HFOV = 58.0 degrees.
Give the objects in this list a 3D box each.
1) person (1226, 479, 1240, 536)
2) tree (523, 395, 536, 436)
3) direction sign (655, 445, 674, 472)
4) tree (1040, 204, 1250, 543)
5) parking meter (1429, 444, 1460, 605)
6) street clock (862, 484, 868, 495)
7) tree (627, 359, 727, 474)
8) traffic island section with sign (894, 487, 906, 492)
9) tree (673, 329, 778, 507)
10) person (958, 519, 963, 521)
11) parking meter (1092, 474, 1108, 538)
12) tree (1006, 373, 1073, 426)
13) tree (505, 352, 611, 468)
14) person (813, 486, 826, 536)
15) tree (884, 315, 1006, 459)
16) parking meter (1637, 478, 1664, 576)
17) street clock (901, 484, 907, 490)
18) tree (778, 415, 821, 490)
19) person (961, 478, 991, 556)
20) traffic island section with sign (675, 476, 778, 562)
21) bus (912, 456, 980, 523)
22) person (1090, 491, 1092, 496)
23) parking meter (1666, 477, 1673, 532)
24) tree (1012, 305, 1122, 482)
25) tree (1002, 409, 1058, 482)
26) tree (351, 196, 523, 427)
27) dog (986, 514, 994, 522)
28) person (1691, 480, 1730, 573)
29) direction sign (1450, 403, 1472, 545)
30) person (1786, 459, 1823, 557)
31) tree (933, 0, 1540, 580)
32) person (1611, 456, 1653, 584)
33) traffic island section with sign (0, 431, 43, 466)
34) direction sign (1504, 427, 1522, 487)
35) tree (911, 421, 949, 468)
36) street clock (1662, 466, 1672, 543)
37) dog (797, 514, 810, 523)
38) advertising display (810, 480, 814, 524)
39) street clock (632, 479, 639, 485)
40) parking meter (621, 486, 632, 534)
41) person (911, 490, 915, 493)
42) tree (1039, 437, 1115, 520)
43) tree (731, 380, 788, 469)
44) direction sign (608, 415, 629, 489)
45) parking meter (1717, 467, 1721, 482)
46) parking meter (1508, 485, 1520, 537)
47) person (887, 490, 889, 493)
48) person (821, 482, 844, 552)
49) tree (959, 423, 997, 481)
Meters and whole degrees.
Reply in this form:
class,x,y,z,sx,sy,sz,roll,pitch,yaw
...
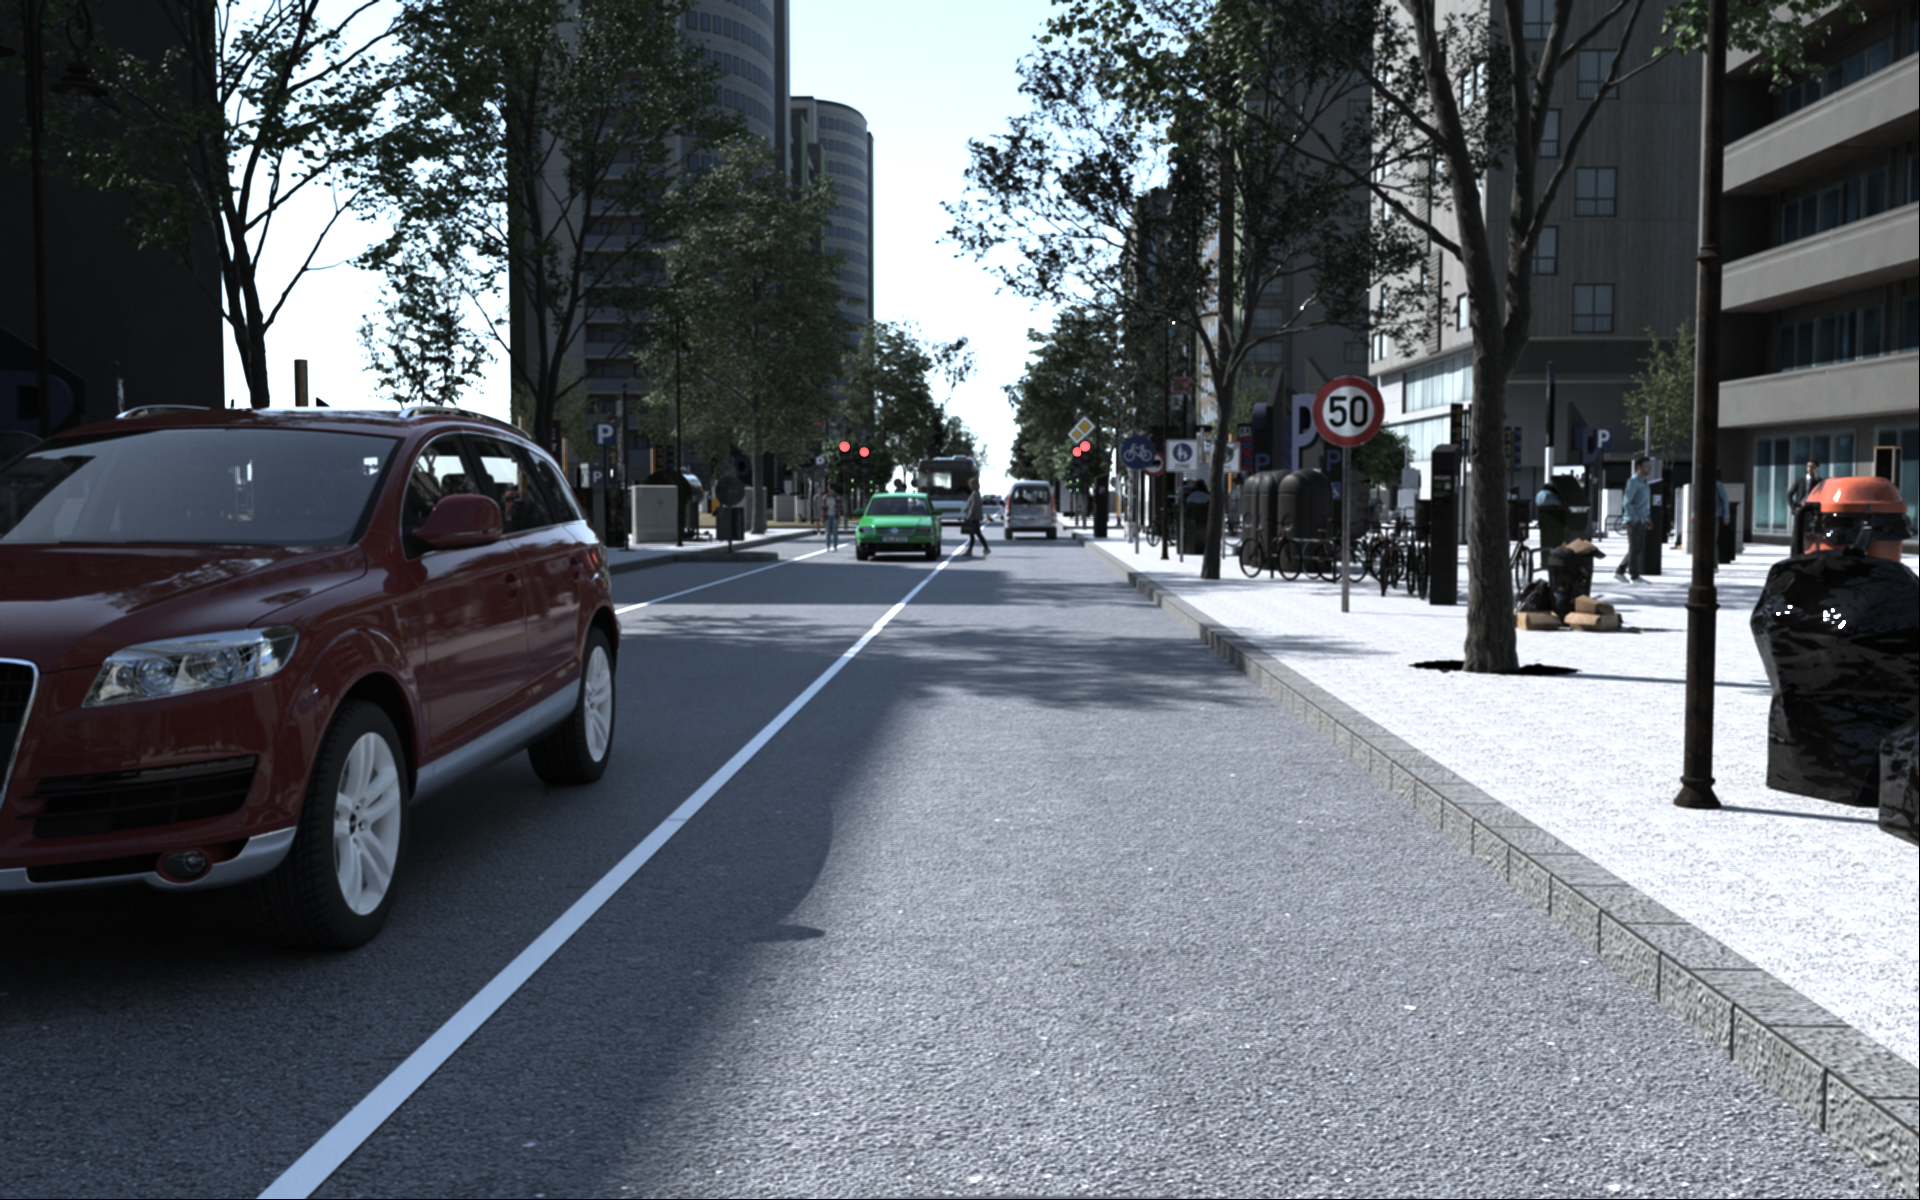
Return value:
class,x,y,z,sx,sy,sz,roll,pitch,yaw
person,8.287,-2.830,52.877,0.524,1.755,0.480,-2,4,-25
tree,-30.879,-10.589,123.485,4.360,8.622,3.978,0,3,0
direction sign,-13.743,-5.419,80.593,0.876,3.537,0.379,-1,4,-20
tree,4.668,-5.796,45.123,4.360,8.622,3.978,0,3,0
parking meter,5.612,-0.878,20.061,0.255,1.863,0.399,2,4,27
street clock,-5.090,-5.398,92.827,0.471,2.002,0.358,-1,4,-21
tree,-15.823,-8.731,93.115,4.737,8.622,4.395,0,3,0
traffic island section with sign,-3.150,-5.159,92.971,1.989,1.847,2.006,0,4,2
tree,-10.437,-7.646,75.380,4.360,8.622,3.978,0,3,0
person,0.284,-5.133,92.819,0.834,1.777,0.661,1,4,17
parking meter,4.141,-2.783,51.210,0.399,1.863,0.255,-1,4,-16
tree,11.578,-23.476,239.719,12.611,20.169,13.585,0,3,0
tree,-20.518,-8.373,87.267,4.737,8.622,4.395,0,3,0
person,-4.826,-3.079,59.845,0.512,1.701,0.522,-1,4,-18
tree,-4.641,-20.148,185.307,12.611,20.169,13.585,0,3,0
parking meter,10.913,-1.162,27.402,0.372,1.533,0.369,0,3,0
street clock,-3.834,-6.978,118.667,0.358,2.002,0.471,2,4,29
tree,-12.181,-11.107,131.961,4.360,8.622,3.978,0,3,0
person,0.351,-1.902,39.788,0.728,1.800,0.709,1,4,12
traffic island section with sign,-4.975,-1.756,37.344,1.989,1.847,2.006,0,4,2
bus,-0.466,-5.371,82.670,2.948,3.499,13.247,0,4,2
person,21.100,-16.640,277.970,0.599,1.838,0.709,0,4,6
parking meter,24.109,-3.260,59.014,0.255,1.863,0.399,2,4,28
tree,6.727,-11.348,103.674,7.486,12.596,7.792,0,3,0
tree,9.584,-17.360,200.851,9.611,12.733,9.660,0,3,0
tree,-13.100,-5.644,42.641,4.360,8.622,3.978,0,3,0
dog,1.628,-4.303,90.553,0.748,0.427,0.550,-1,4,-8
person,12.153,-1.324,28.028,0.444,1.785,0.601,-1,4,-13
direction sign,12.671,-3.149,43.486,0.876,3.537,0.379,-1,4,-19
person,15.195,-1.568,31.039,0.648,1.900,0.474,0,3,0
tree,3.823,-5.566,25.410,8.767,10.594,7.601,-1,4,-13
person,9.639,-1.146,24.801,0.620,1.820,0.660,2,4,35
traffic island section with sign,-5.878,-0.096,10.201,1.989,1.847,2.006,0,4,2
direction sign,18.592,-4.058,58.353,0.876,3.537,0.379,-2,4,-34
tree,-3.277,-12.623,156.744,4.737,8.622,4.395,0,3,0
street clock,18.309,-2.474,45.025,0.358,2.002,0.471,1,4,11
dog,-7.004,-3.661,77.590,0.748,0.427,0.550,-1,4,-22
advertising display,-6.350,-4.229,74.365,0.123,1.923,0.974,-1,4,-9
street clock,-15.712,-4.849,83.843,0.358,2.002,0.471,-2,4,-27
parking meter,-10.740,-2.901,55.834,0.372,1.533,0.369,0,3,0
person,-5.596,-12.274,206.862,1.348,1.807,0.705,-1,4,-19
tree,5.995,-6.262,86.103,4.285,4.588,4.351,0,3,0
tree,-12.284,-9.599,107.313,4.737,8.622,4.395,0,3,0
direction sign,-9.813,-3.535,49.800,0.876,3.537,0.379,3,5,40
parking meter,16.448,-1.976,38.024,0.399,1.863,0.255,-1,4,-10
parking meter,15.413,-2.440,48.312,0.372,1.533,0.369,0,3,0
person,-7.356,-10.339,175.804,1.217,1.735,0.721,1,4,21
person,-3.163,-2.060,43.027,0.563,1.720,0.643,1,4,9
tree,1.133,-23.866,300.577,12.009,13.543,11.850,0,3,0
